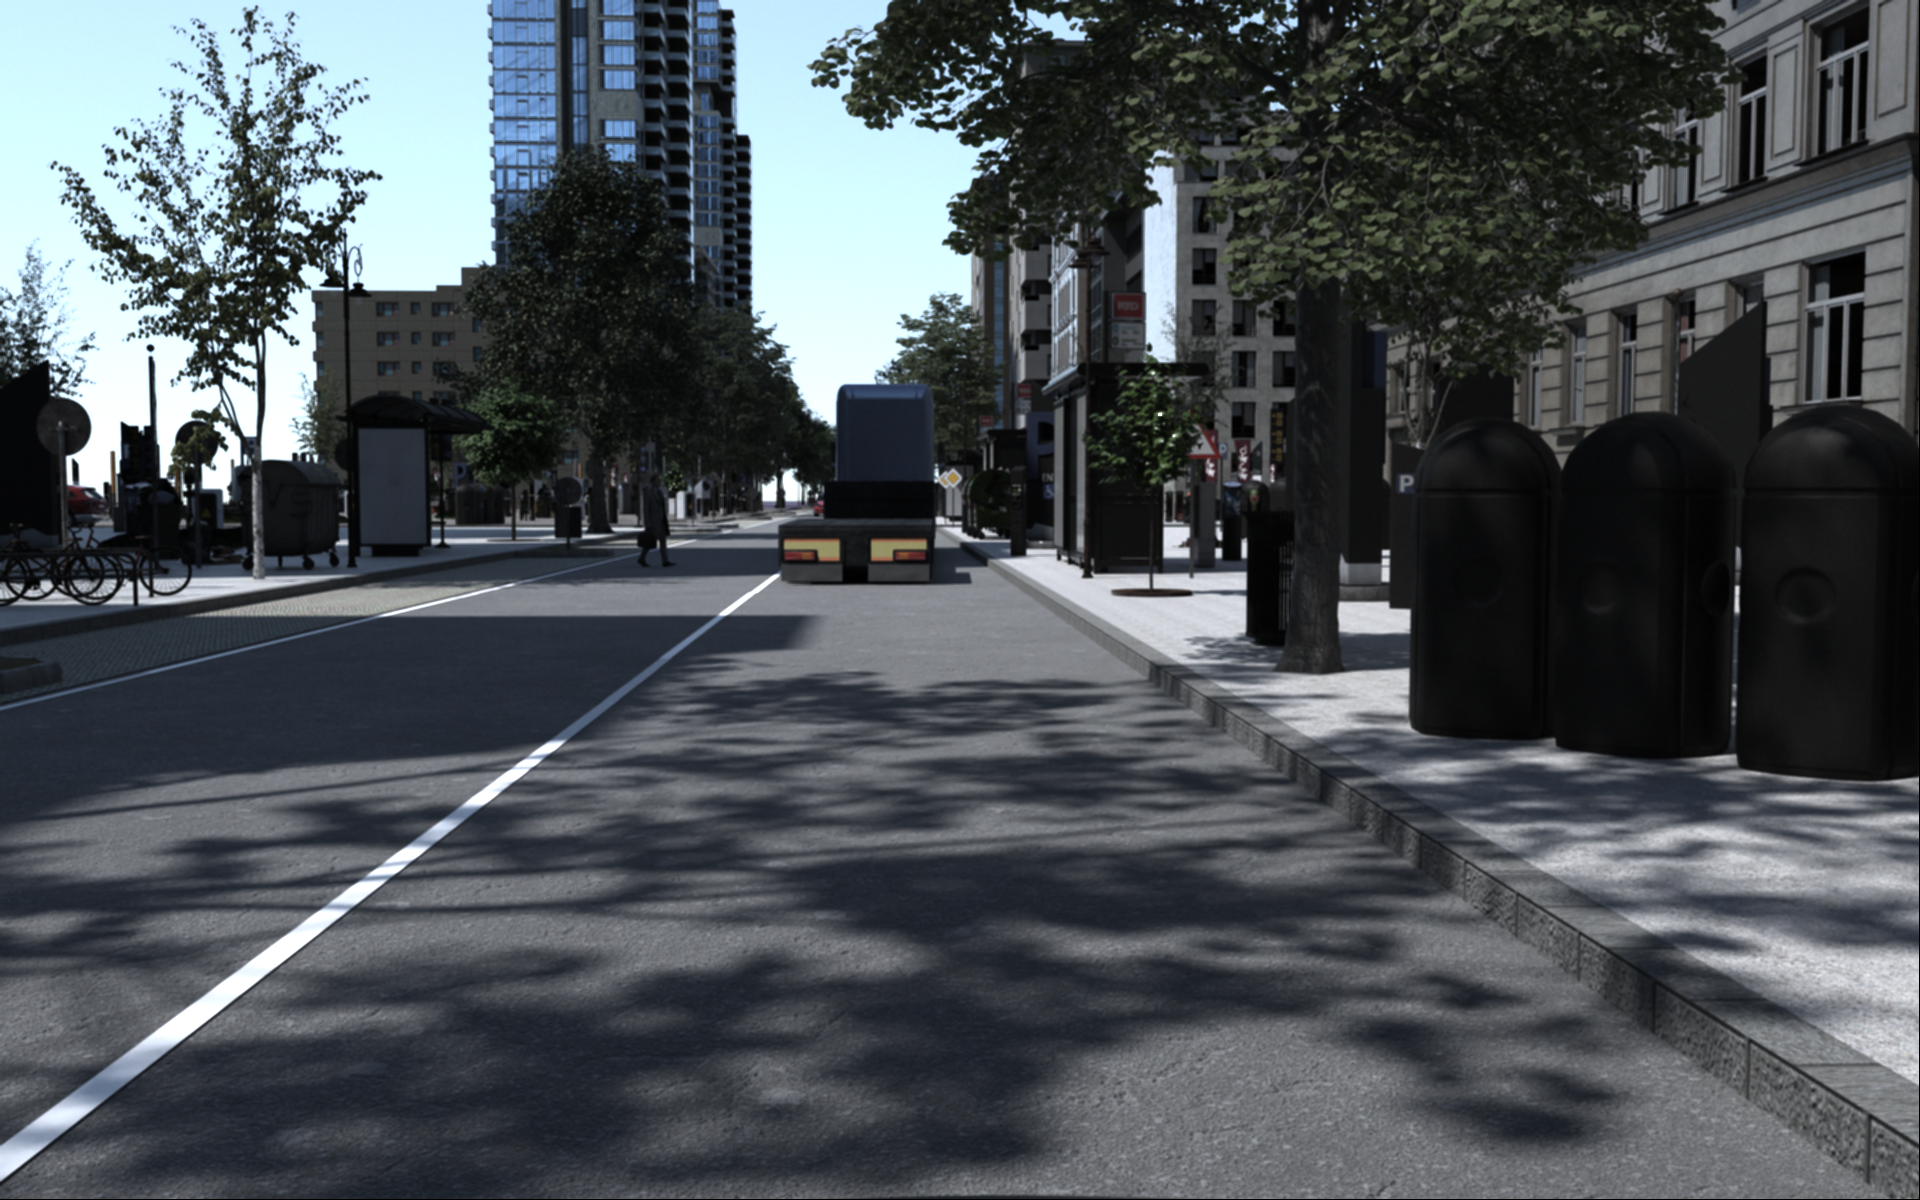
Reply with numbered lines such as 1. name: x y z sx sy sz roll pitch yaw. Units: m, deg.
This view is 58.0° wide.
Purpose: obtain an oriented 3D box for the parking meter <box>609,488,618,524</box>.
1. parking meter: -14.987 -4.062 74.826 0.372 1.533 0.369 0 3 0

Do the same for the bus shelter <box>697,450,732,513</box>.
1. bus shelter: -17.167 -8.696 119.816 2.179 5.291 8.768 0 4 -2

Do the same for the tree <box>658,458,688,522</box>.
1. tree: -13.227 -5.282 80.965 1.663 3.219 1.824 0 3 0

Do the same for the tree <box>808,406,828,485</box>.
1. tree: -17.202 -15.062 163.277 9.611 12.733 9.660 0 3 0

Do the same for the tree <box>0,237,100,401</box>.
1. tree: -27.281 -6.109 50.250 4.360 8.622 3.978 0 3 0

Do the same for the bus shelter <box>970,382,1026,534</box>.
1. bus shelter: 1.754 -5.042 60.071 2.179 5.291 8.768 0 4 -3

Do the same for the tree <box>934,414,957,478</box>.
1. tree: -1.291 -10.896 128.511 4.737 8.622 4.395 0 3 0

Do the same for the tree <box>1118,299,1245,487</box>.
1. tree: 8.626 -6.985 64.570 4.360 8.622 3.978 0 3 0

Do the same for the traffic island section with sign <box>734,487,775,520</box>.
1. traffic island section with sign: -11.481 -5.353 96.150 1.989 1.847 2.006 0 4 -3

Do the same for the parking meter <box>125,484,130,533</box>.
1. parking meter: -20.792 -2.152 43.593 0.372 1.533 0.369 0 3 0

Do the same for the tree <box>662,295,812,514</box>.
1. tree: -14.967 -12.455 110.294 9.857 13.997 8.962 0 3 0

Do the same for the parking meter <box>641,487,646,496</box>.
1. parking meter: -25.582 -8.217 140.053 0.255 1.863 0.399 -3 5 -43

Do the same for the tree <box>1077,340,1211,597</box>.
1. tree: 2.303 -1.675 21.986 1.663 3.219 1.824 0 3 0

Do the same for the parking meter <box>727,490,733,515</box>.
1. parking meter: -14.440 -6.027 106.954 0.372 1.533 0.369 0 3 0

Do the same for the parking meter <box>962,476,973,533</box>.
1. parking meter: 0.274 -3.143 57.105 0.399 1.863 0.255 -1 4 -12

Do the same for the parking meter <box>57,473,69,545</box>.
1. parking meter: -22.755 -2.326 43.738 0.399 1.863 0.255 -2 4 -30

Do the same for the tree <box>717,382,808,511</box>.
1. tree: -15.343 -12.024 131.009 8.767 10.594 7.601 3 5 39

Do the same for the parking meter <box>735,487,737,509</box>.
1. parking meter: -18.750 -8.538 145.308 0.255 1.863 0.399 0 4 4

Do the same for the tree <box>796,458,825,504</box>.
1. tree: -19.875 -16.777 224.665 4.360 8.622 3.978 0 3 0

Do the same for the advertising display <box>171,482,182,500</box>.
1. advertising display: -43.785 -5.600 96.774 0.974 1.923 0.123 3 4 39

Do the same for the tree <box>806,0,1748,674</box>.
1. tree: 2.479 -5.779 12.610 7.486 12.596 7.792 0 3 0

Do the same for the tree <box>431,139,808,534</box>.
1. tree: -11.857 -8.515 56.234 9.611 12.733 9.660 0 3 0

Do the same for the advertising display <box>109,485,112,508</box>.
1. advertising display: -59.482 -7.114 121.519 0.123 1.923 0.974 -1 4 -11

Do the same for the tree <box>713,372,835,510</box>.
1. tree: -16.437 -13.147 140.712 9.928 11.665 9.643 0 3 0

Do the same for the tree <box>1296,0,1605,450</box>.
1. tree: 6.927 -4.569 25.067 4.360 8.622 3.978 0 3 0

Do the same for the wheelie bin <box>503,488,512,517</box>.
1. wheelie bin: -25.713 -5.480 97.504 0.693 1.594 0.980 3 5 43

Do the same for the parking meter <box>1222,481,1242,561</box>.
1. parking meter: 5.247 -1.528 33.397 0.372 1.533 0.369 0 3 0

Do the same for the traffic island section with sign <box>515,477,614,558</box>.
1. traffic island section with sign: -8.978 -1.891 39.553 1.989 1.847 2.006 0 4 -3

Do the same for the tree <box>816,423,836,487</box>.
1. tree: -23.462 -24.423 305.974 9.857 13.997 8.962 0 3 0

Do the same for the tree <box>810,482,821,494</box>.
1. tree: -21.455 -16.009 256.340 1.663 3.219 1.824 0 3 0

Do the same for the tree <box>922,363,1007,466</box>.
1. tree: -1.214 -11.043 114.973 8.767 10.594 7.601 0 4 -3

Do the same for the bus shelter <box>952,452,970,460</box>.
1. bus shelter: 0.739 -6.607 85.652 2.179 5.291 8.768 0 4 -3

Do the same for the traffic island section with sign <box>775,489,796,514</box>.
1. traffic island section with sign: -12.667 -7.000 123.079 1.989 1.847 2.006 0 4 -3

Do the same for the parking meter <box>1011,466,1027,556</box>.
1. parking meter: 1.215 -1.848 35.933 0.255 1.863 0.399 1 4 17

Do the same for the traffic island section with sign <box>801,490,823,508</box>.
1. traffic island section with sign: -14.877 -10.081 173.446 1.989 1.847 2.006 0 4 -3

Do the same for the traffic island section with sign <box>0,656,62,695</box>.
1. traffic island section with sign: -7.803 -0.244 12.623 1.989 1.847 2.006 0 4 -3

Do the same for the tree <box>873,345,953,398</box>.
1. tree: -3.966 -21.960 214.934 12.611 20.169 13.585 0 3 0

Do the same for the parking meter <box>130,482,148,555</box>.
1. parking meter: -17.125 -1.709 36.349 0.372 1.533 0.369 0 3 0

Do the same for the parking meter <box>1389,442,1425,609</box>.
1. parking meter: 5.033 -0.835 19.368 0.399 1.863 0.255 2 4 30

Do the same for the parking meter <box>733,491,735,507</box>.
1. parking meter: -19.461 -8.552 148.237 0.372 1.533 0.369 0 3 0

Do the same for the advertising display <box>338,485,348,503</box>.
1. advertising display: -43.629 -7.158 122.248 0.123 1.923 0.974 3 4 36

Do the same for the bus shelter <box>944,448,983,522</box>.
1. bus shelter: 0.131 -5.163 78.339 2.014 3.302 5.546 0 4 -2

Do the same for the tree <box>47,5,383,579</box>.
1. tree: -10.817 -4.620 25.893 4.737 8.622 4.395 0 3 0

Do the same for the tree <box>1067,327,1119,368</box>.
1. tree: 5.732 -7.665 75.678 4.360 8.622 3.978 0 3 0

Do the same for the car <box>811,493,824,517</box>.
1. car: -8.396 -6.217 110.694 2.155 1.783 4.494 0 4 -3

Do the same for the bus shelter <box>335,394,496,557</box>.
1. bus shelter: -11.770 -2.692 37.936 2.014 3.302 5.546 0 4 -3

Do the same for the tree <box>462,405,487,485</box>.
1. tree: -36.724 -10.646 124.417 4.737 8.622 4.395 0 3 0

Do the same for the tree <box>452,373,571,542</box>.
1. tree: -12.300 -3.886 47.251 4.285 4.588 4.351 0 3 0

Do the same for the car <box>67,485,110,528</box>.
1. car: -36.347 -3.632 68.056 5.304 1.827 2.281 0 4 -4

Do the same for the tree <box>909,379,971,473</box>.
1. tree: -3.096 -15.753 167.925 12.009 13.543 11.850 0 3 0
